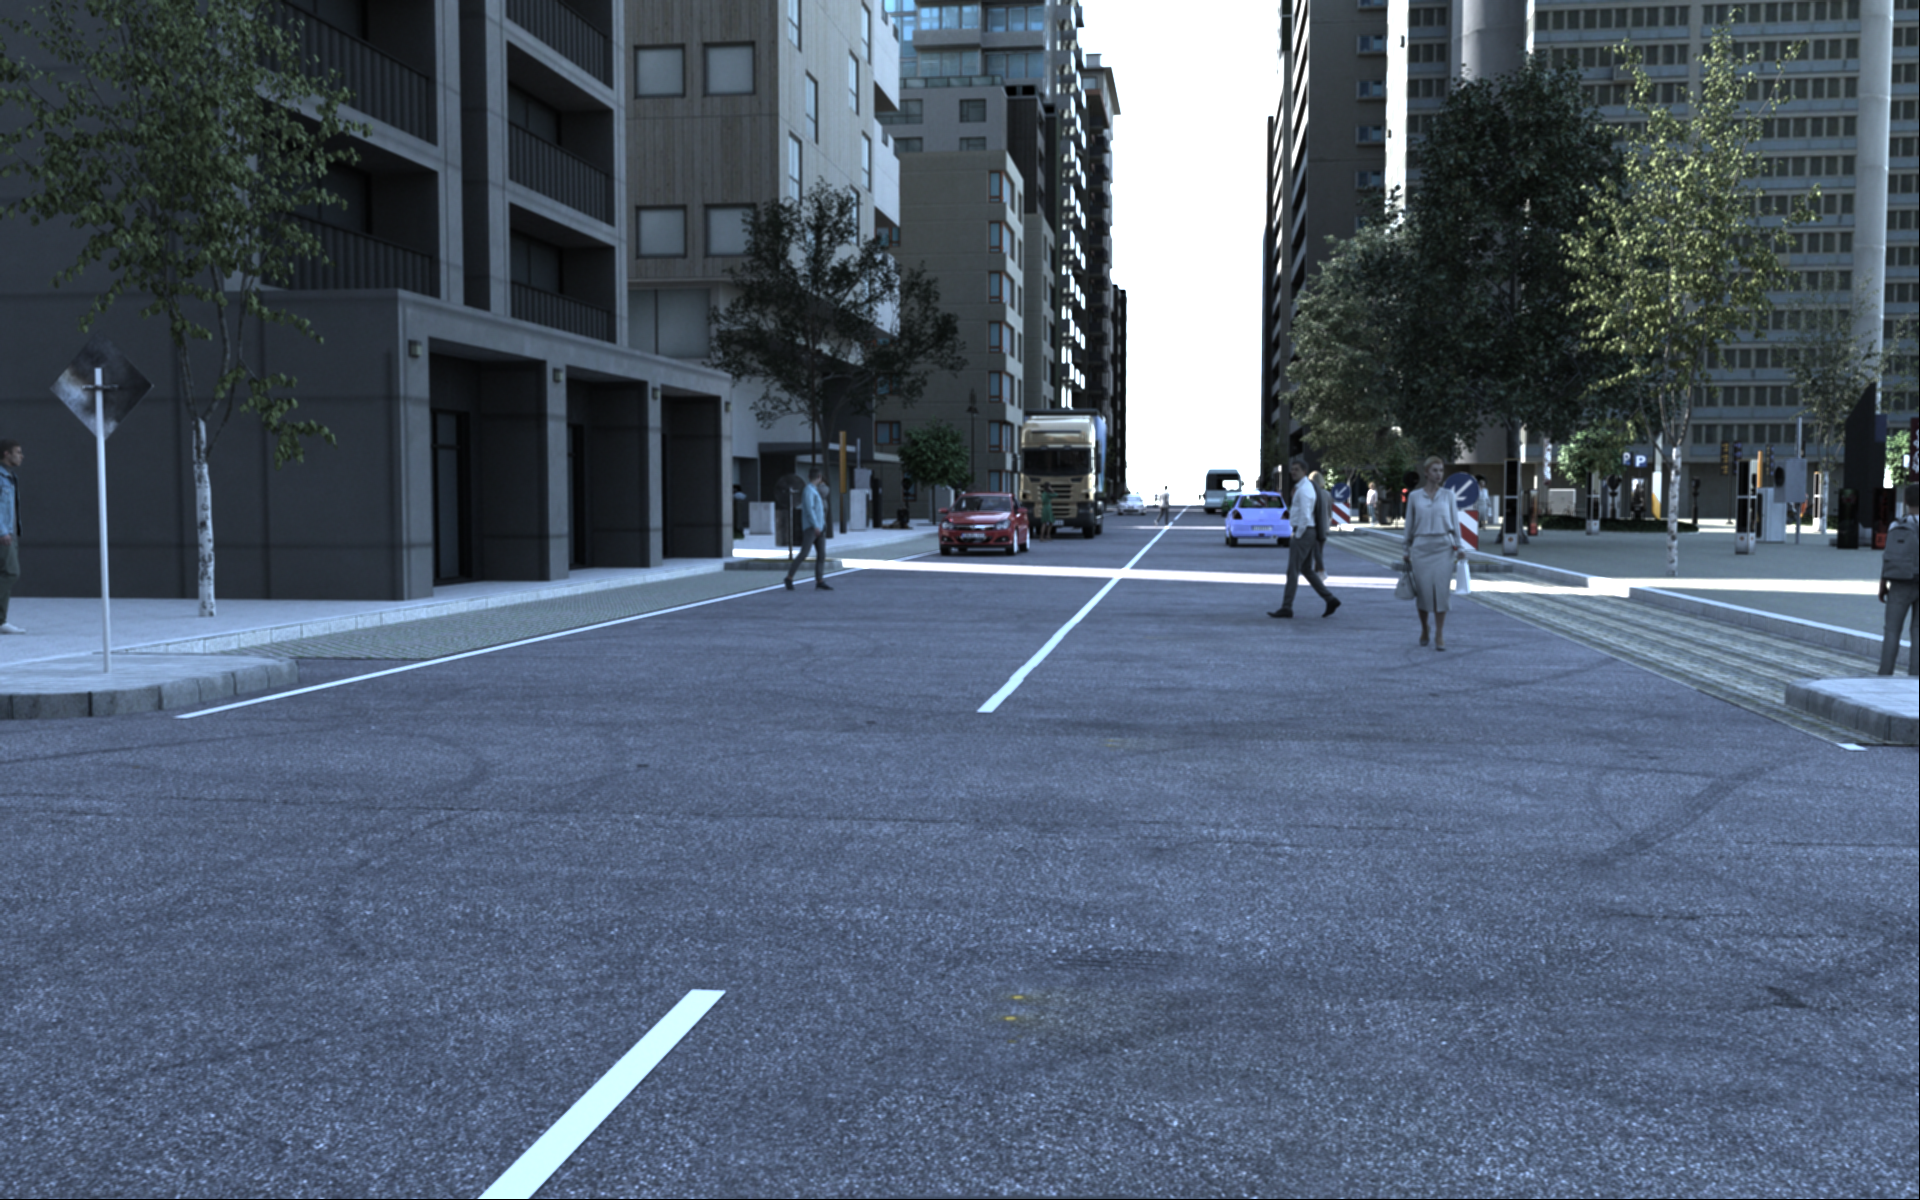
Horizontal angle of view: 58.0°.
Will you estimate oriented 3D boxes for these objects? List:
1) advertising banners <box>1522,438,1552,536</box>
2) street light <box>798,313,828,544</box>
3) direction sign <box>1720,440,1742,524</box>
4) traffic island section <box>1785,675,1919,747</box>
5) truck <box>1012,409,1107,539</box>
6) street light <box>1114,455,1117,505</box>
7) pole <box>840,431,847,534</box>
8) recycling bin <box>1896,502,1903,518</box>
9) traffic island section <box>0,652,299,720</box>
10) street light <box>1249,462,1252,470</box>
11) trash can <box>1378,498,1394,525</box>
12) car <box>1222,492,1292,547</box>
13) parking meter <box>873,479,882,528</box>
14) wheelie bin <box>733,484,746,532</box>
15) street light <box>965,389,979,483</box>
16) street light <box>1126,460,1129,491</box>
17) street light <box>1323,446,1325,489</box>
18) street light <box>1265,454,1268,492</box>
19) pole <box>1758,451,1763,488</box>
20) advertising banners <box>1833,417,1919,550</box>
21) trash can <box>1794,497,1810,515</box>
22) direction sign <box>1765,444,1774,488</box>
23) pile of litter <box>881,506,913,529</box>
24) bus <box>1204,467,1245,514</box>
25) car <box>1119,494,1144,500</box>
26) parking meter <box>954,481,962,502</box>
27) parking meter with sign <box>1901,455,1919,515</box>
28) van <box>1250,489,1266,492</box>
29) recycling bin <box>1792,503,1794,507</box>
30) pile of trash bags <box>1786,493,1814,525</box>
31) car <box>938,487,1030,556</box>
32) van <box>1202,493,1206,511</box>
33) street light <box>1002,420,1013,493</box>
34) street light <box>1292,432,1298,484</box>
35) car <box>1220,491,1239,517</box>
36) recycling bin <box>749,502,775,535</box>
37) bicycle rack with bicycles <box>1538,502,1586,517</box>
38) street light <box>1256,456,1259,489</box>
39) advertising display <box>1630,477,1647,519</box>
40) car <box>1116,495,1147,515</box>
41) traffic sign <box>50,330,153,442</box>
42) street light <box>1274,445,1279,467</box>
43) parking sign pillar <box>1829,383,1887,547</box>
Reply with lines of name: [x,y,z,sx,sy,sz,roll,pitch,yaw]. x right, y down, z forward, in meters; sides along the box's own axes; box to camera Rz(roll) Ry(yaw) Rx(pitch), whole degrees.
advertising banners: [17.633,-3.493,53.305,2.074,3.025,0.090,-3,4,-37]
street light: [-3.740,-4.370,44.239,0.468,5.910,1.993,0,4,8]
direction sign: [32.684,-4.983,73.461,0.379,3.537,0.876,-3,5,-44]
traffic island section: [6.454,0.706,10.731,2.009,0.180,2.903,0,4,8]
truck: [3.595,-4.308,59.343,2.839,4.237,11.283,0,4,7]
street light: [18.160,-14.039,202.325,0.468,5.910,1.993,0,4,8]
pole: [-3.800,-3.816,56.229,0.158,3.312,0.155,0,3,0]
recycling bin: [27.822,-2.407,51.906,0.722,1.027,0.722,2,4,29]
traffic island section: [-6.166,0.600,12.479,2.009,0.180,2.903,0,4,8]
street light: [40.579,-16.482,242.267,0.468,5.910,1.993,0,4,8]
trash can: [17.492,-3.638,71.137,0.748,1.137,0.748,0,3,0]
car: [8.255,-2.350,48.010,1.945,1.707,3.694,0,4,6]
parking meter: [-3.111,-3.641,65.237,0.255,1.863,0.399,1,4,20]
wheelie bin: [-7.343,-2.928,55.779,0.980,1.594,0.693,1,4,14]
street light: [0.557,-6.259,75.121,0.468,5.910,1.993,0,4,8]
street light: [22.569,-15.957,233.681,0.468,5.910,1.993,0,4,8]
street light: [20.682,-7.680,98.357,0.468,5.910,1.993,0,4,8]
street light: [31.981,-12.721,180.773,0.468,5.910,1.993,0,4,8]
pole: [37.732,-5.374,81.710,0.158,3.312,0.155,0,3,0]
advertising banners: [21.294,-2.675,39.928,2.074,3.025,0.090,3,5,42]
trash can: [38.844,-4.181,80.007,0.748,1.137,0.748,0,3,0]
direction sign: [36.846,-5.314,78.881,0.379,3.537,0.876,3,5,45]
pile of litter: [-2.322,-3.032,63.543,1.176,0.858,1.719,0,4,-4]
bus: [19.732,-8.218,129.228,2.948,3.499,13.247,1,4,10]
car: [13.305,-7.647,133.825,1.959,1.807,4.718,1,4,9]
parking meter: [-0.073,-4.199,74.372,0.255,1.863,0.399,-1,4,-18]
parking meter with sign: [42.486,-4.897,76.334,0.543,3.016,1.738,-2,4,-35]
van: [25.129,-8.521,146.330,2.013,2.044,4.112,0,4,8]
recycling bin: [39.222,-4.241,81.891,0.722,1.027,0.722,1,4,21]
pile of trash bags: [35.443,-3.873,73.074,1.912,1.369,3.447,2,4,28]
car: [0.620,-2.003,41.786,2.155,1.783,4.494,1,4,8]
van: [21.549,-8.652,145.852,2.240,2.365,5.245,0,4,7]
street light: [2.397,-7.089,88.695,0.468,5.910,1.993,0,4,8]
street light: [25.014,-9.590,129.587,0.468,5.910,1.993,0,4,8]
car: [17.424,-6.152,109.385,1.959,1.807,4.718,0,4,7]
recycling bin: [-6.263,-2.586,54.839,0.722,1.027,0.722,0,4,2]
bicycle rack with bicycles: [27.121,-4.003,78.825,2.852,0.926,2.925,3,4,38]
street light: [36.327,-14.606,211.593,0.468,5.910,1.993,0,4,8]
advertising display: [26.237,-3.777,66.975,0.123,1.923,0.974,0,4,-8]
car: [11.863,-6.556,119.546,2.083,1.381,4.827,0,4,7]
traffic sign: [-6.142,-0.625,12.409,0.795,2.593,0.064,0,4,8]
street light: [29.210,-11.467,160.269,0.468,5.910,1.993,0,4,8]
parking sign pillar: [22.227,-3.309,42.574,1.447,3.967,1.447,0,4,4]
